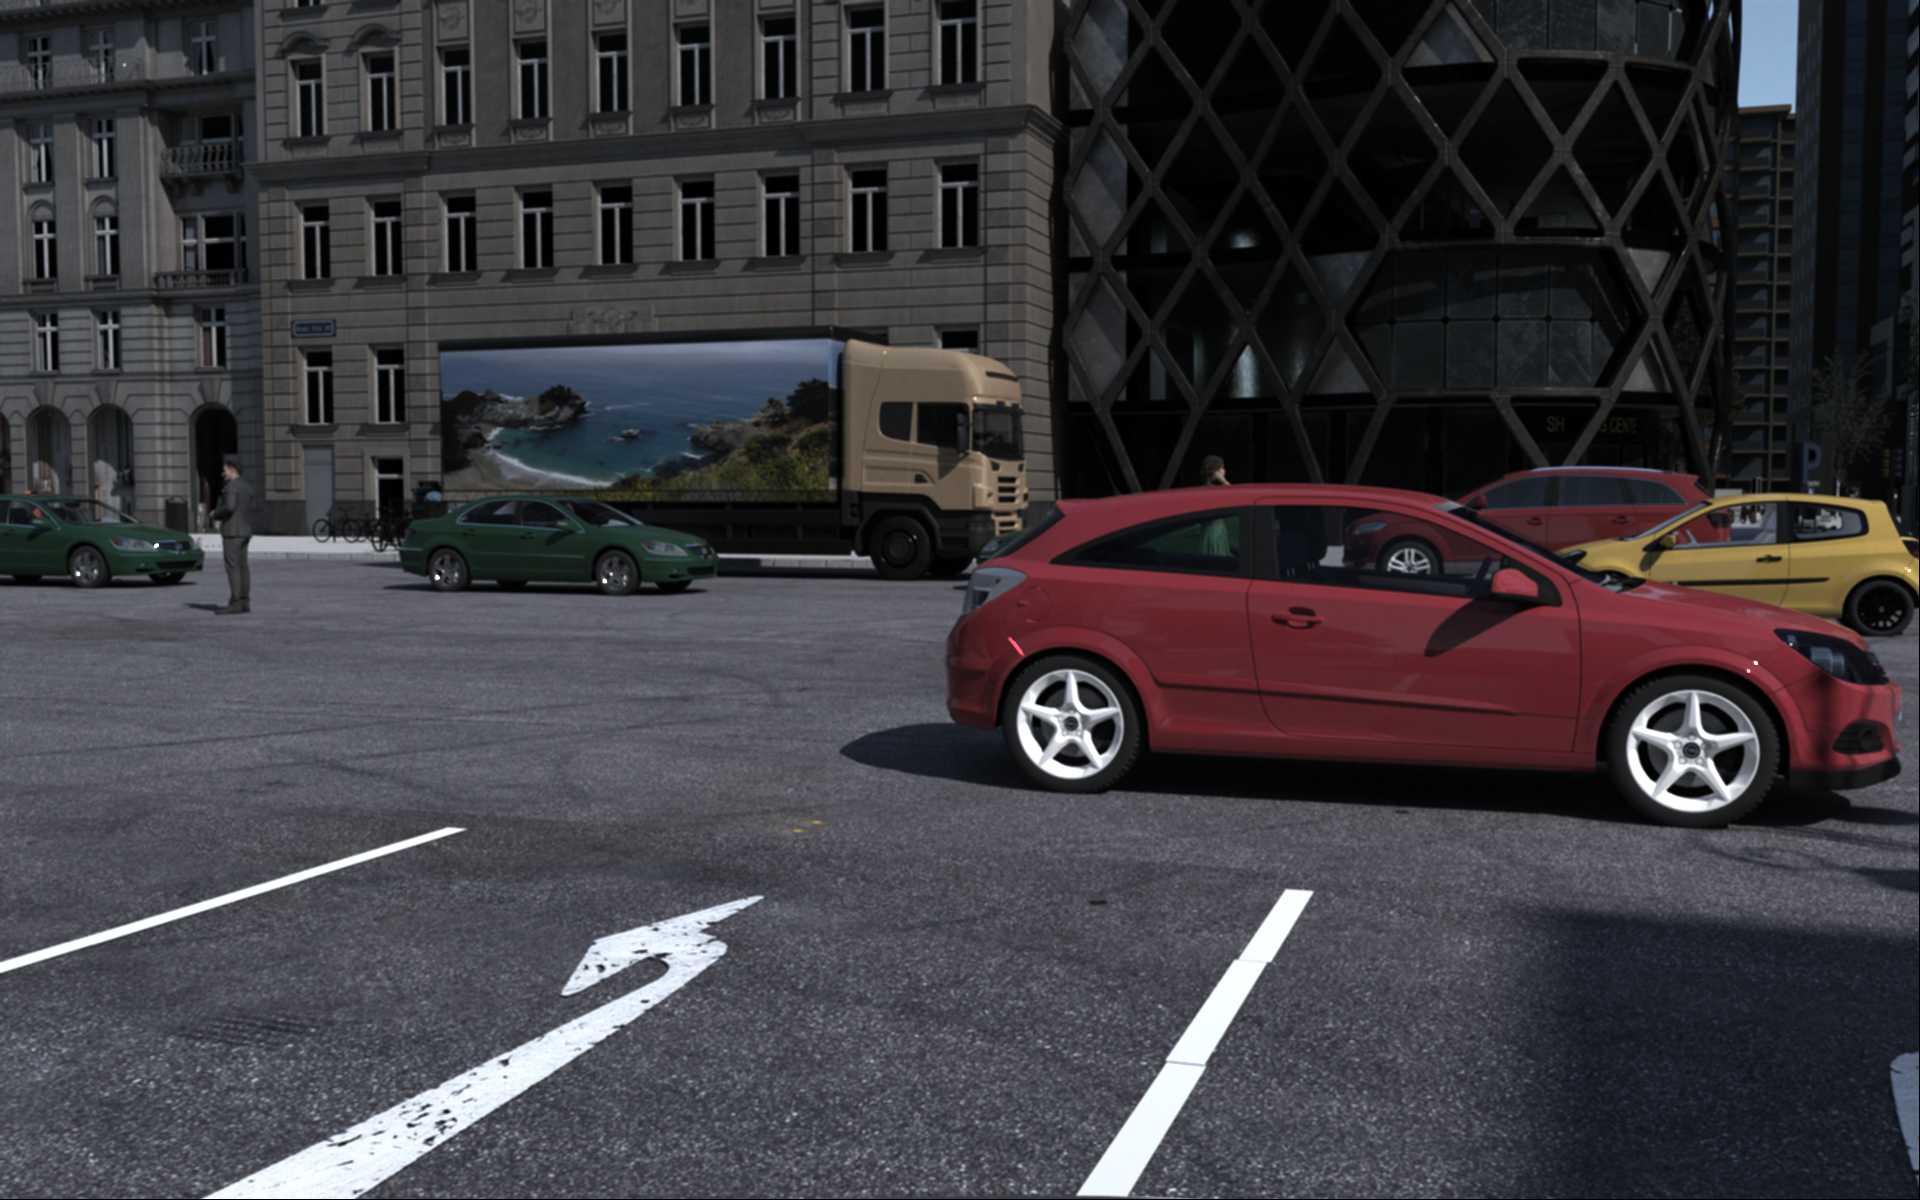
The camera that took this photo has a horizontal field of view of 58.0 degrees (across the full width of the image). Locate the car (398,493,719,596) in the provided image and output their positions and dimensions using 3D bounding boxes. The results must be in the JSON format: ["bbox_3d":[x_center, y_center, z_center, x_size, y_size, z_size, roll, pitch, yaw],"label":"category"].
[{"bbox_3d":[-5.919,-0.847,25.646,4.920,1.459,2.131,1,4,19],"label":"car"}]

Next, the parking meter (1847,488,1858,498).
[{"bbox_3d":[37.035,-3.883,71.895,0.372,1.533,0.369,0,3,0],"label":"parking meter"}]

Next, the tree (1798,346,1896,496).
[{"bbox_3d":[44.212,-8.331,86.579,4.360,8.622,3.978,0,3,0],"label":"tree"}]

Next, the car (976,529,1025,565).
[{"bbox_3d":[2.629,-0.836,25.464,4.920,1.459,2.131,1,4,18],"label":"car"}]

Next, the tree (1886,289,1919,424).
[{"bbox_3d":[32.747,-6.536,57.233,4.737,8.622,4.395,0,3,0],"label":"tree"}]

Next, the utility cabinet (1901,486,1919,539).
[{"bbox_3d":[25.412,-2.269,45.772,1.173,1.500,0.318,-2,4,-24],"label":"utility cabinet"}]

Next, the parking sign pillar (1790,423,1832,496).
[{"bbox_3d":[32.185,-4.732,65.844,1.447,3.967,1.447,-2,4,-29],"label":"parking sign pillar"}]

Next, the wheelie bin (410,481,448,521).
[{"bbox_3d":[-12.706,-2.056,41.520,0.980,1.594,0.693,2,4,27],"label":"wheelie bin"}]

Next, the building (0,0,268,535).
[{"bbox_3d":[-30.617,-13.526,62.957,24.055,21.916,13.314,1,4,19],"label":"building"}]

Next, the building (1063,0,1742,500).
[{"bbox_3d":[12.788,-11.120,49.268,16.811,18.784,16.820,1,4,19],"label":"building"}]

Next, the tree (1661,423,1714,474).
[{"bbox_3d":[53.291,-13.173,132.387,9.611,12.733,9.660,0,3,0],"label":"tree"}]

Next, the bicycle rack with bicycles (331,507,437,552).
[{"bbox_3d":[-11.976,-1.568,39.026,2.852,0.926,2.925,3,4,36],"label":"bicycle rack with bicycles"}]

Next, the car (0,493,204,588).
[{"bbox_3d":[-14.382,-0.962,27.524,4.920,1.459,2.131,1,4,17],"label":"car"}]

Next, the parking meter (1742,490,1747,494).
[{"bbox_3d":[39.941,-4.894,88.428,0.372,1.533,0.369,0,3,0],"label":"parking meter"}]

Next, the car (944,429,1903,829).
[{"bbox_3d":[2.167,0.027,8.592,4.494,1.783,2.155,1,4,18],"label":"car"}]

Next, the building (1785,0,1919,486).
[{"bbox_3d":[70.734,-29.319,129.482,14.600,45.320,14.200,1,4,19],"label":"building"}]

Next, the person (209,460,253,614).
[{"bbox_3d":[-8.793,-0.767,20.852,0.447,1.846,0.655,0,4,-2],"label":"person"}]

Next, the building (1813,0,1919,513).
[{"bbox_3d":[67.587,-48.488,105.455,22.319,86.520,31.000,1,4,19],"label":"building"}]

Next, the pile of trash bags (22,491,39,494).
[{"bbox_3d":[-26.806,-2.325,47.760,1.912,1.369,3.447,1,4,20],"label":"pile of trash bags"}]

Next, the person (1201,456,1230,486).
[{"bbox_3d":[2.374,-0.471,16.445,0.529,1.795,0.600,-1,4,-14],"label":"person"}]

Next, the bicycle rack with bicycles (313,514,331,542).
[{"bbox_3d":[-15.415,-2.015,46.333,2.925,0.926,2.852,2,4,29],"label":"bicycle rack with bicycles"}]

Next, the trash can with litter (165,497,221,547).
[{"bbox_3d":[-19.209,-1.878,41.759,2.233,1.210,1.678,0,4,4],"label":"trash can with litter"}]

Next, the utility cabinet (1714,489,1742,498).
[{"bbox_3d":[34.271,-4.204,77.410,1.173,1.500,0.318,1,4,9],"label":"utility cabinet"}]

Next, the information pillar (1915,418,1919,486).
[{"bbox_3d":[29.357,-3.770,52.996,0.183,3.616,0.504,1,4,12],"label":"information pillar"}]

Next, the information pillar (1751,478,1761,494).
[{"bbox_3d":[35.323,-4.427,76.879,0.304,2.012,0.304,-2,4,-29],"label":"information pillar"}]

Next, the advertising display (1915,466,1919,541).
[{"bbox_3d":[21.903,-2.049,38.709,0.974,1.923,0.123,1,4,9],"label":"advertising display"}]

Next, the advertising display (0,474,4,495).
[{"bbox_3d":[-30.605,-3.060,55.250,0.123,1.923,0.974,-2,4,-34],"label":"advertising display"}]

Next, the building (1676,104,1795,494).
[{"bbox_3d":[82.528,-33.171,196.967,28.867,44.769,22.147,1,4,19],"label":"building"}]

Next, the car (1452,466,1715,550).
[{"bbox_3d":[8.139,-0.974,24.603,5.304,1.827,2.281,1,4,18],"label":"car"}]

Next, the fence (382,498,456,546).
[{"bbox_3d":[-13.607,-2.003,43.948,0.480,1.192,2.264,2,4,32],"label":"fence"}]

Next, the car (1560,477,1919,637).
[{"bbox_3d":[8.197,-0.509,18.553,3.980,1.641,2.015,1,4,19],"label":"car"}]

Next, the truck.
[{"bbox_3d":[-3.802,-2.553,30.658,11.283,4.237,2.839,1,4,20],"label":"truck"}]

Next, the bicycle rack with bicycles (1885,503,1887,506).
[{"bbox_3d":[42.915,-3.985,78.540,2.852,0.926,2.925,3,4,39],"label":"bicycle rack with bicycles"}]

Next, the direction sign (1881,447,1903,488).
[{"bbox_3d":[44.868,-5.592,83.433,0.876,3.537,0.379,3,4,36],"label":"direction sign"}]

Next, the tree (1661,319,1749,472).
[{"bbox_3d":[44.142,-12.185,106.650,7.806,13.903,7.818,0,3,0],"label":"tree"}]

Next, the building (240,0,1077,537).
[{"bbox_3d":[-7.894,-15.659,53.295,25.104,27.353,12.463,1,4,19],"label":"building"}]

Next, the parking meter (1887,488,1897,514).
[{"bbox_3d":[39.866,-4.018,74.098,0.372,1.533,0.369,0,3,0],"label":"parking meter"}]

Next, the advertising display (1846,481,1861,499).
[{"bbox_3d":[42.643,-4.739,82.698,0.123,1.923,0.974,0,4,-8],"label":"advertising display"}]
